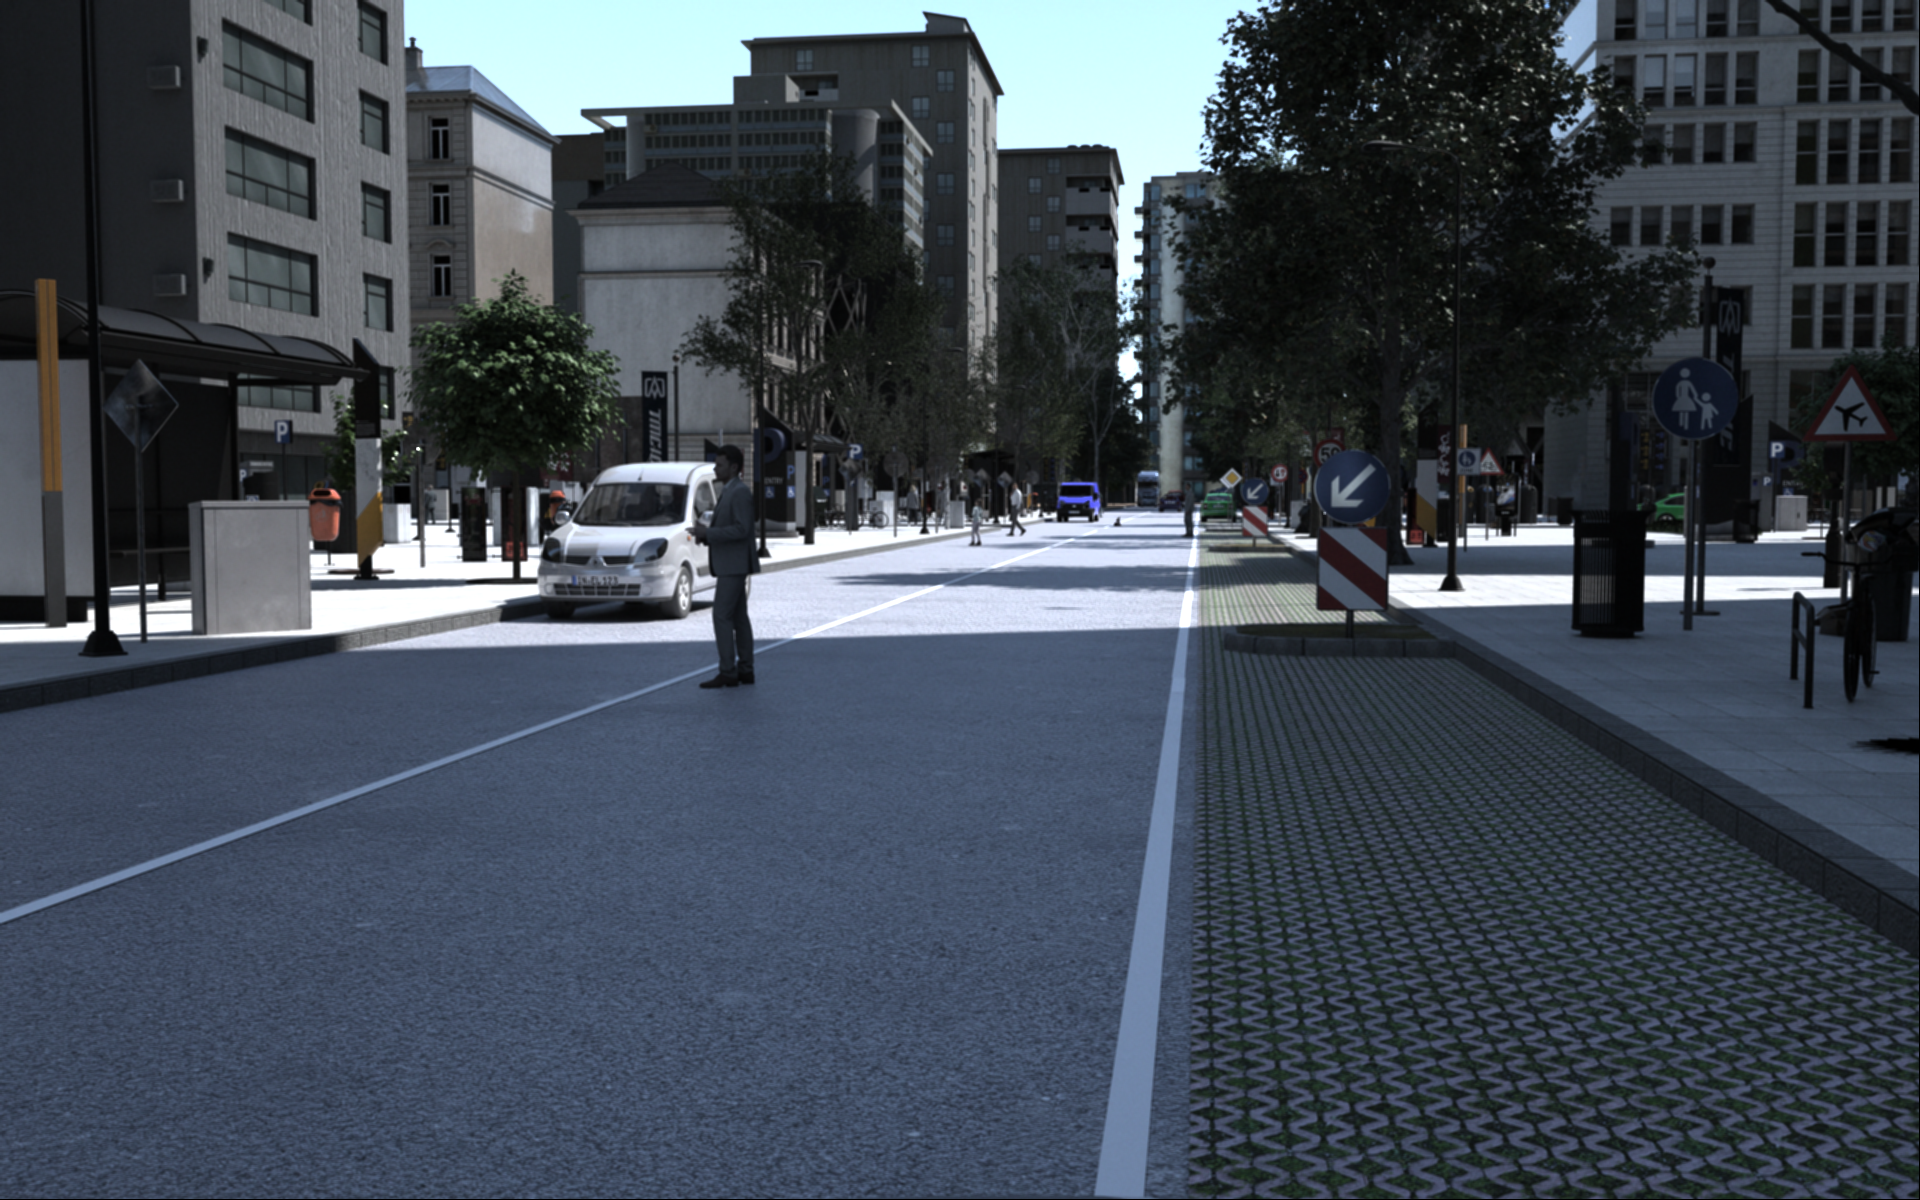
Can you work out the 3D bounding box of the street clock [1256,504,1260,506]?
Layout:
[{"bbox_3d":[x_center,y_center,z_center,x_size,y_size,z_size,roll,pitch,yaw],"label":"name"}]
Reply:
[{"bbox_3d":[15.589,-5.257,90.527,0.358,2.002,0.471,-2,4,-34],"label":"street clock"}]

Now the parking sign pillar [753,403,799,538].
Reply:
[{"bbox_3d":[-5.466,-3.816,50.867,1.447,3.967,1.447,2,4,34],"label":"parking sign pillar"}]

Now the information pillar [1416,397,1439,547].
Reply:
[{"bbox_3d":[11.283,-3.083,41.767,0.504,3.616,0.183,2,4,28],"label":"information pillar"}]

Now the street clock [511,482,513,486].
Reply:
[{"bbox_3d":[-24.585,-5.573,95.696,0.471,2.002,0.358,3,4,36],"label":"street clock"}]

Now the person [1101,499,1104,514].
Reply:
[{"bbox_3d":[10.134,-7.098,125.227,0.598,1.740,0.731,2,4,27],"label":"person"}]

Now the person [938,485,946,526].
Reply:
[{"bbox_3d":[-0.640,-3.720,69.448,0.709,1.813,0.853,1,4,12],"label":"person"}]

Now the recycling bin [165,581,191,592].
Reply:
[{"bbox_3d":[-10.142,-0.638,22.979,0.722,1.027,0.722,0,4,-2],"label":"recycling bin"}]

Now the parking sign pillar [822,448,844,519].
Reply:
[{"bbox_3d":[-6.402,-5.872,84.473,1.447,3.967,1.447,0,4,7],"label":"parking sign pillar"}]

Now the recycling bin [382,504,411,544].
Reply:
[{"bbox_3d":[-14.722,-1.978,44.892,0.722,1.027,0.722,1,4,12],"label":"recycling bin"}]

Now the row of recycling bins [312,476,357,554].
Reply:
[{"bbox_3d":[-13.754,-1.931,38.677,1.069,1.692,3.534,-2,4,-28],"label":"row of recycling bins"}]

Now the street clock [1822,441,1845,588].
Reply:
[{"bbox_3d":[11.933,-1.166,23.627,0.358,2.002,0.471,3,5,40],"label":"street clock"}]

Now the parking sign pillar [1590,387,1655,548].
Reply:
[{"bbox_3d":[15.886,-3.238,41.409,1.447,3.967,1.447,2,4,31],"label":"parking sign pillar"}]

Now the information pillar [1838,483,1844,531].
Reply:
[{"bbox_3d":[30.769,-3.413,60.290,0.304,2.012,0.304,1,4,12],"label":"information pillar"}]

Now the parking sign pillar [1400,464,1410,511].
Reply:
[{"bbox_3d":[33.549,-8.760,131.690,1.447,3.967,1.447,-1,4,-18],"label":"parking sign pillar"}]

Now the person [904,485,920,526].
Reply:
[{"bbox_3d":[-2.045,-3.888,72.249,0.709,1.800,0.728,1,4,23],"label":"person"}]

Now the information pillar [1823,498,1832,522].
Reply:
[{"bbox_3d":[39.485,-4.542,78.760,0.304,2.012,0.304,3,4,36],"label":"information pillar"}]

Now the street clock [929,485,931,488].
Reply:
[{"bbox_3d":[-2.591,-8.393,141.795,0.358,2.002,0.471,-2,4,-28],"label":"street clock"}]

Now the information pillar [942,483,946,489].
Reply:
[{"bbox_3d":[-1.514,-8.882,149.715,0.304,2.012,0.304,1,4,22],"label":"information pillar"}]

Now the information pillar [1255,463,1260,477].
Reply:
[{"bbox_3d":[20.178,-7.739,117.893,0.504,3.616,0.183,-1,4,-16],"label":"information pillar"}]

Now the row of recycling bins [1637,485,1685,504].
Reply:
[{"bbox_3d":[30.776,-4.268,76.887,3.534,1.692,1.069,-1,4,-21],"label":"row of recycling bins"}]

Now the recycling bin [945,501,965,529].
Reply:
[{"bbox_3d":[-0.193,-3.188,64.675,0.722,1.027,0.722,0,4,2],"label":"recycling bin"}]

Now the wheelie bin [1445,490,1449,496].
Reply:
[{"bbox_3d":[24.768,-4.835,86.960,0.980,1.594,0.693,-3,5,-41],"label":"wheelie bin"}]

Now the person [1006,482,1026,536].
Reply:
[{"bbox_3d":[1.906,-3.105,59.363,0.850,1.850,0.679,-2,4,-29],"label":"person"}]

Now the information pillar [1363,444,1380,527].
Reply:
[{"bbox_3d":[10.262,-3.151,42.875,0.504,3.616,0.183,0,4,-2],"label":"information pillar"}]

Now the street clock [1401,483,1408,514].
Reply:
[{"bbox_3d":[28.870,-6.607,112.602,0.358,2.002,0.471,3,5,43],"label":"street clock"}]

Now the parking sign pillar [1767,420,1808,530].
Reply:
[{"bbox_3d":[29.876,-4.529,62.522,1.447,3.967,1.447,1,4,16],"label":"parking sign pillar"}]

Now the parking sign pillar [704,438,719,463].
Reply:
[{"bbox_3d":[-11.554,-5.778,82.936,1.447,3.967,1.447,-1,4,-17],"label":"parking sign pillar"}]

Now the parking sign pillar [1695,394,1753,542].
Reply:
[{"bbox_3d":[20.711,-3.578,46.966,1.447,3.967,1.447,0,4,7],"label":"parking sign pillar"}]

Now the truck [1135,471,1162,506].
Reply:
[{"bbox_3d":[23.000,-13.374,208.416,2.967,4.110,18.799,1,4,9],"label":"truck"}]

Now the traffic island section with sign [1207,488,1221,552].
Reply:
[{"bbox_3d":[7.195,-2.104,43.031,1.989,1.847,2.006,0,4,8],"label":"traffic island section with sign"}]

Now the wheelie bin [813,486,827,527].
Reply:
[{"bbox_3d":[-5.628,-3.626,67.197,0.693,1.594,0.980,3,5,41],"label":"wheelie bin"}]

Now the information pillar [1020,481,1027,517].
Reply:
[{"bbox_3d":[3.522,-5.613,96.267,0.304,2.012,0.304,3,5,43],"label":"information pillar"}]

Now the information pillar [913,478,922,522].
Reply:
[{"bbox_3d":[-1.946,-4.580,79.380,0.304,2.012,0.304,-1,4,-22],"label":"information pillar"}]

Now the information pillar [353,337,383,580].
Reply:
[{"bbox_3d":[-8.849,-2.111,25.875,0.504,3.616,0.183,2,4,31],"label":"information pillar"}]

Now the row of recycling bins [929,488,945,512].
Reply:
[{"bbox_3d":[-1.810,-7.132,123.716,1.069,1.692,3.534,-2,4,-33],"label":"row of recycling bins"}]

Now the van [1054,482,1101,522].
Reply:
[{"bbox_3d":[6.129,-5.209,89.557,2.240,2.365,5.245,1,4,9],"label":"van"}]

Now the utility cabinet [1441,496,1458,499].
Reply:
[{"bbox_3d":[18.061,-3.232,64.004,0.306,1.237,1.020,0,4,-4],"label":"utility cabinet"}]

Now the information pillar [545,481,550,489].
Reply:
[{"bbox_3d":[-22.427,-5.506,94.514,0.304,2.012,0.304,1,4,17],"label":"information pillar"}]

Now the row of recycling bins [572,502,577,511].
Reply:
[{"bbox_3d":[-12.209,-3.161,58.801,1.069,1.692,3.534,-3,5,-41],"label":"row of recycling bins"}]

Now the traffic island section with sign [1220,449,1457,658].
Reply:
[{"bbox_3d":[3.464,-0.456,16.086,1.989,1.847,2.006,0,4,8],"label":"traffic island section with sign"}]

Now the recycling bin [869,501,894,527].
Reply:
[{"bbox_3d":[-3.059,-3.350,67.328,0.722,1.027,0.722,3,4,36],"label":"recycling bin"}]

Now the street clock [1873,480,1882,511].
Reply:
[{"bbox_3d":[32.760,-3.497,61.749,0.358,2.002,0.471,0,4,4],"label":"street clock"}]

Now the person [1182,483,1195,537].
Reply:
[{"bbox_3d":[7.656,-3.014,57.874,0.391,1.810,0.635,0,4,-5],"label":"person"}]

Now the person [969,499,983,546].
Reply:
[{"bbox_3d":[0.434,-2.158,48.055,0.394,1.301,0.425,2,4,28],"label":"person"}]

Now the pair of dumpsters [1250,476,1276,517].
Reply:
[{"bbox_3d":[16.623,-5.683,95.406,1.574,2.255,4.437,0,4,8],"label":"pair of dumpsters"}]

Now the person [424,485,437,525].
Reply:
[{"bbox_3d":[-22.160,-3.887,72.226,0.590,1.801,0.661,2,4,29],"label":"person"}]

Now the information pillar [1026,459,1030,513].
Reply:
[{"bbox_3d":[4.497,-7.534,114.530,0.183,3.616,0.504,-2,4,-27],"label":"information pillar"}]

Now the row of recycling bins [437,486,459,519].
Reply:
[{"bbox_3d":[-26.018,-5.102,90.534,1.069,1.692,3.534,1,4,22],"label":"row of recycling bins"}]

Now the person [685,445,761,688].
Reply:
[{"bbox_3d":[-1.796,-0.262,12.981,0.583,1.804,0.606,-1,4,-21],"label":"person"}]

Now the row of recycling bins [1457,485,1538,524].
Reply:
[{"bbox_3d":[23.103,-4.141,74.824,3.534,1.692,1.069,0,4,1],"label":"row of recycling bins"}]

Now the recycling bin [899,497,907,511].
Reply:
[{"bbox_3d":[-4.013,-7.070,128.141,0.722,1.027,0.722,-2,4,-33],"label":"recycling bin"}]

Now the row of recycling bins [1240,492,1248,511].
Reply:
[{"bbox_3d":[23.017,-7.911,136.458,1.069,1.692,3.534,2,4,29],"label":"row of recycling bins"}]

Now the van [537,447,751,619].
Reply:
[{"bbox_3d":[-3.783,-0.872,21.267,2.013,2.044,4.112,0,4,8],"label":"van"}]

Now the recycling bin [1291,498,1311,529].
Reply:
[{"bbox_3d":[12.568,-3.099,63.225,0.722,1.027,0.722,-2,4,-33],"label":"recycling bin"}]

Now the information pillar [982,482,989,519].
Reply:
[{"bbox_3d":[1.279,-5.075,87.473,0.304,2.012,0.304,-2,4,-25],"label":"information pillar"}]

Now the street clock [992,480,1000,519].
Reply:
[{"bbox_3d":[1.858,-5.188,89.391,0.358,2.002,0.471,2,4,35],"label":"street clock"}]

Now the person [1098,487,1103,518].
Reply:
[{"bbox_3d":[8.157,-5.782,103.023,0.713,1.824,0.794,-2,4,-31],"label":"person"}]

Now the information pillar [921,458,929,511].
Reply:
[{"bbox_3d":[-2.312,-7.499,113.969,0.504,3.616,0.183,0,4,0],"label":"information pillar"}]
